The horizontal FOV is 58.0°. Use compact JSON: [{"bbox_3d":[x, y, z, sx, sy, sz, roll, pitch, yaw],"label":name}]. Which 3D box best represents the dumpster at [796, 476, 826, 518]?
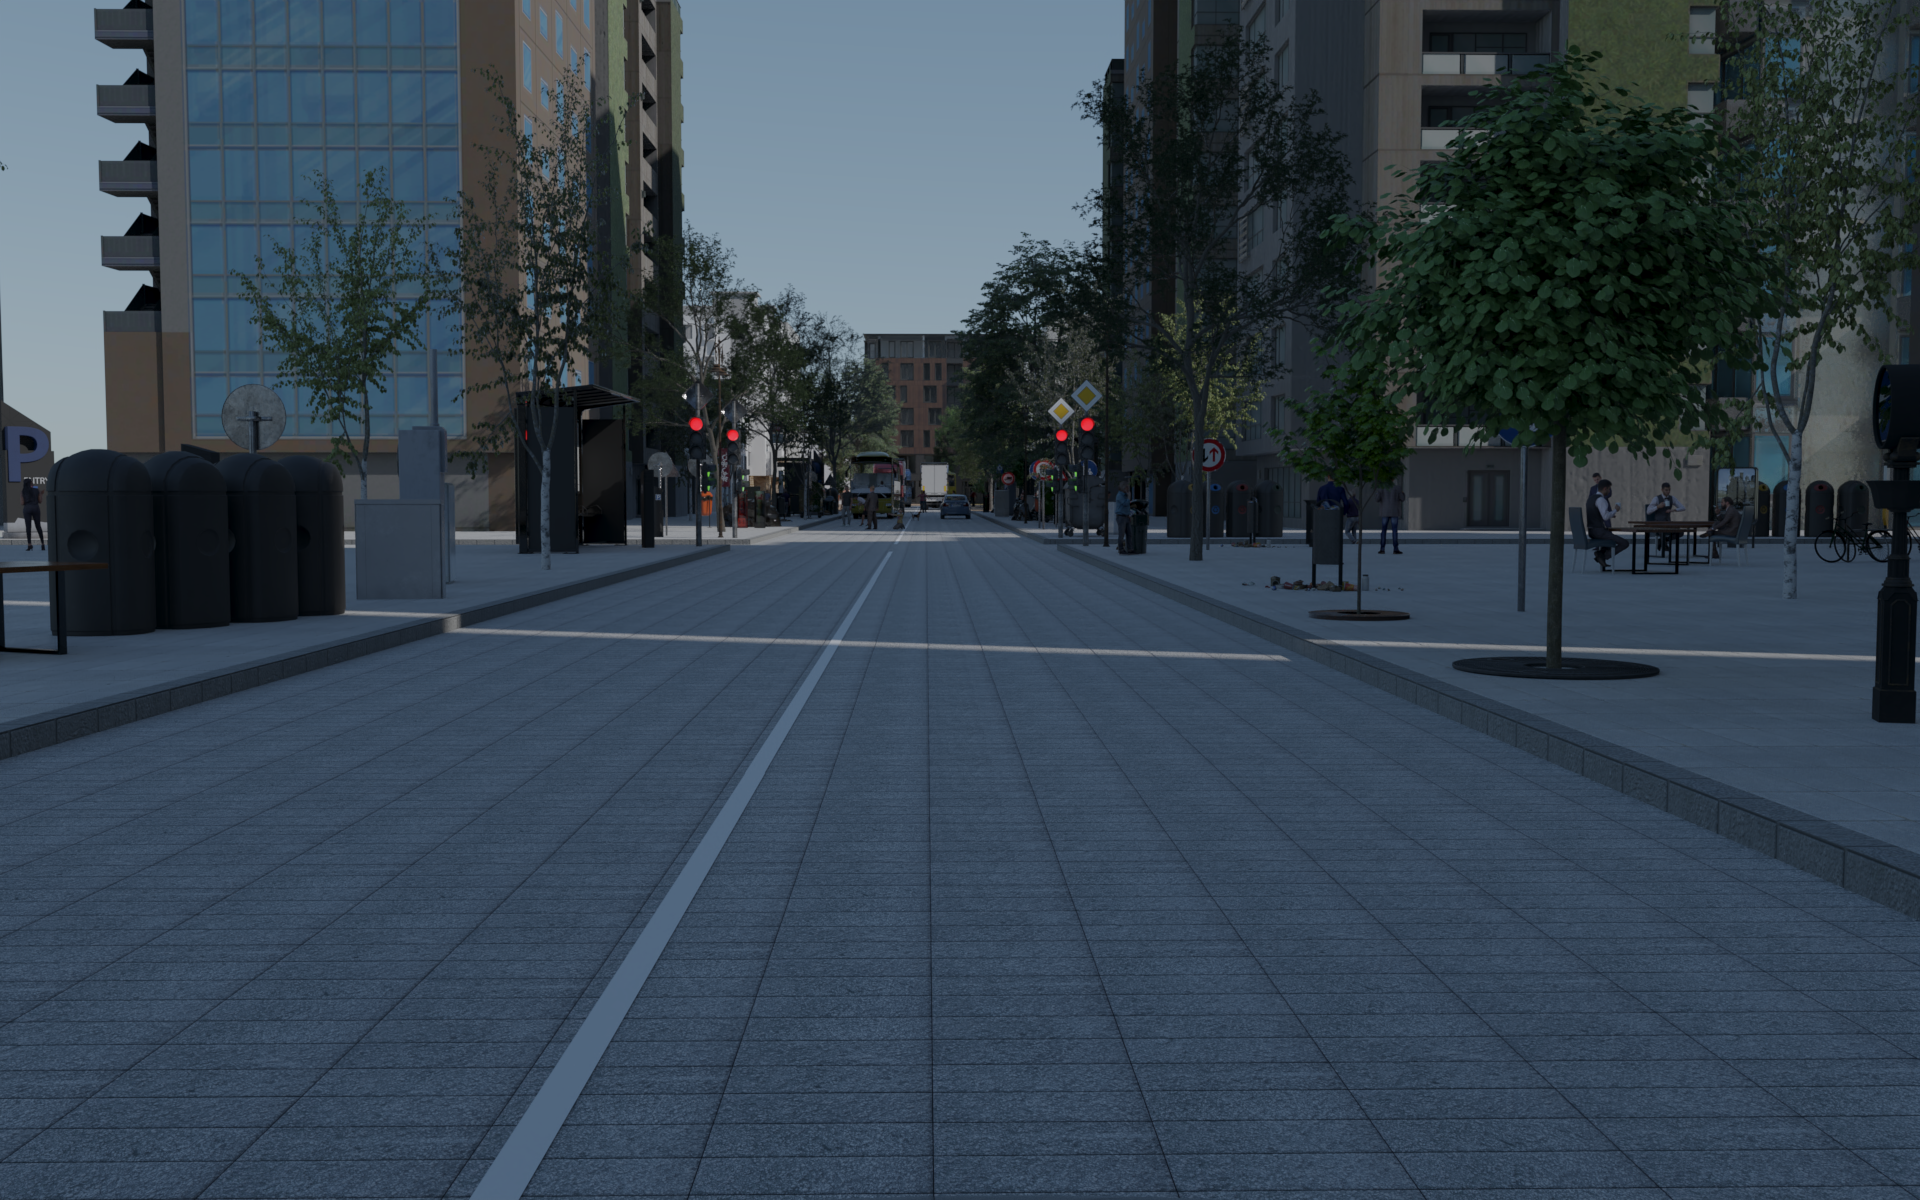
[{"bbox_3d":[-7.984,-5.522,92.777,1.502,2.255,1.985,0,4,-1],"label":"dumpster"}]

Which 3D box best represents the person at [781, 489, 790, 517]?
[{"bbox_3d":[-9.649,-5.307,95.028,0.569,1.553,0.471,1,4,13],"label":"person"}]

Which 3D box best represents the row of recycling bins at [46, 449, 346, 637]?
[{"bbox_3d":[-7.405,-0.616,17.191,1.069,1.692,3.534,1,4,19],"label":"row of recycling bins"}]

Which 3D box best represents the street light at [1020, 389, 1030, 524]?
[{"bbox_3d":[2.861,-6.264,75.197,0.468,5.910,1.993,0,4,-1],"label":"street light"}]

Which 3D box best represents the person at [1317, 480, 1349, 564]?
[{"bbox_3d":[6.788,-1.517,31.550,0.576,1.737,0.504,1,4,14],"label":"person"}]

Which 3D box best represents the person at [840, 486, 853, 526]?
[{"bbox_3d":[-5.049,-4.165,76.723,0.598,1.807,0.434,3,5,42],"label":"person"}]

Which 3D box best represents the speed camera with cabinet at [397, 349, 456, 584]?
[{"bbox_3d":[-7.505,-1.837,24.369,0.660,3.252,2.038,-1,4,-11],"label":"speed camera with cabinet"}]

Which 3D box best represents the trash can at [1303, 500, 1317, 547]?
[{"bbox_3d":[8.700,-1.857,42.014,0.748,1.137,0.748,0,3,0],"label":"trash can"}]

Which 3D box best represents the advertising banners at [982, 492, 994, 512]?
[{"bbox_3d":[2.531,-7.610,120.617,2.074,3.025,0.090,-1,4,-10],"label":"advertising banners"}]

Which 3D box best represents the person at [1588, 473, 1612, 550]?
[{"bbox_3d":[14.500,-2.001,39.213,0.683,1.767,0.568,3,5,44],"label":"person"}]

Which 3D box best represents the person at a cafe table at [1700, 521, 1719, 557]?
[{"bbox_3d":[14.578,-1.647,35.444,1.698,1.524,1.622,0,4,-5],"label":"person at a cafe table"}]

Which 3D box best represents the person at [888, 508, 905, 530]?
[{"bbox_3d":[-2.545,-3.285,70.131,0.695,0.859,0.347,-2,4,-33],"label":"person"}]

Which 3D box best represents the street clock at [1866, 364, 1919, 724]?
[{"bbox_3d":[5.271,-0.315,9.720,0.358,2.002,0.471,1,4,16],"label":"street clock"}]

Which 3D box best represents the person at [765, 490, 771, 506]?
[{"bbox_3d":[-12.665,-6.443,113.452,0.516,1.574,0.319,0,4,-4],"label":"person"}]

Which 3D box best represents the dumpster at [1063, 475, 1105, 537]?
[{"bbox_3d":[3.805,-2.856,52.456,1.264,1.857,1.865,0,4,-1],"label":"dumpster"}]

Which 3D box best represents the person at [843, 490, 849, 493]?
[{"bbox_3d":[-10.703,-9.591,163.664,0.742,1.727,0.445,-1,4,-11],"label":"person"}]

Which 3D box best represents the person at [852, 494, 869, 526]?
[{"bbox_3d":[-4.415,-4.041,77.760,0.799,1.438,0.628,-2,4,-25],"label":"person"}]

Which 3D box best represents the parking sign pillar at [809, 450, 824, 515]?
[{"bbox_3d":[-8.777,-7.188,105.997,1.447,3.967,1.447,-2,4,-28],"label":"parking sign pillar"}]

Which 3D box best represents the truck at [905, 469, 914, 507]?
[{"bbox_3d":[-6.789,-12.388,192.308,2.967,4.110,18.799,0,4,-3],"label":"truck"}]

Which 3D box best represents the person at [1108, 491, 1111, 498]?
[{"bbox_3d":[7.202,-4.740,86.776,0.697,1.427,0.421,0,4,7],"label":"person"}]

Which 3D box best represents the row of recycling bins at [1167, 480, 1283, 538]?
[{"bbox_3d":[7.830,-2.702,51.295,3.534,1.692,1.069,-1,4,-13],"label":"row of recycling bins"}]

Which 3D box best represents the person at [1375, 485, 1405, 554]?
[{"bbox_3d":[9.205,-1.846,37.049,0.655,1.722,0.431,2,4,25],"label":"person"}]

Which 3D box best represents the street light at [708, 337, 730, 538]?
[{"bbox_3d":[-7.060,-4.779,50.916,0.468,5.910,1.993,0,4,-1],"label":"street light"}]

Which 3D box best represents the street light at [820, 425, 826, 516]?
[{"bbox_3d":[-7.989,-7.805,100.404,0.468,5.910,1.993,0,4,-1],"label":"street light"}]

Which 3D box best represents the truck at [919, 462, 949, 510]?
[{"bbox_3d":[-2.378,-10.373,158.510,2.839,4.237,11.283,0,4,-1],"label":"truck"}]

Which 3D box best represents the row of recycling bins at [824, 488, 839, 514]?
[{"bbox_3d":[-8.872,-6.362,111.129,1.069,1.692,3.534,-2,4,-31],"label":"row of recycling bins"}]

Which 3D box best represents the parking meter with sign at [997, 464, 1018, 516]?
[{"bbox_3d":[2.974,-6.478,102.184,1.738,3.016,0.543,-3,5,-42],"label":"parking meter with sign"}]

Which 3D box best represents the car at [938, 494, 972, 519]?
[{"bbox_3d":[-0.273,-5.416,100.546,2.014,1.417,4.499,0,4,-1],"label":"car"}]

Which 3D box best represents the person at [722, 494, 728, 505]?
[{"bbox_3d":[-15.373,-6.358,113.908,0.340,1.345,0.435,2,4,30],"label":"person"}]

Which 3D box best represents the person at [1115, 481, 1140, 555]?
[{"bbox_3d":[3.456,-1.712,36.246,0.499,1.552,0.429,-3,5,-41],"label":"person"}]

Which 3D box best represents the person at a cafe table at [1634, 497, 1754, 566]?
[{"bbox_3d":[13.407,-1.255,31.386,1.726,1.238,1.698,3,5,44],"label":"person at a cafe table"}]

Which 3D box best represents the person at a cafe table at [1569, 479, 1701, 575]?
[{"bbox_3d":[10.743,-1.198,28.097,1.622,1.524,1.698,0,4,-5],"label":"person at a cafe table"}]

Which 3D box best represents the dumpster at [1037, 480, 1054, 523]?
[{"bbox_3d":[4.269,-4.620,78.038,1.502,2.255,1.985,0,4,-1],"label":"dumpster"}]

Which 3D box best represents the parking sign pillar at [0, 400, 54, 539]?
[{"bbox_3d":[-26.951,-3.769,50.103,1.447,3.967,1.447,-3,5,-43],"label":"parking sign pillar"}]

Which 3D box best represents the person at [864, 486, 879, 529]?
[{"bbox_3d":[-3.607,-3.730,70.031,0.434,1.755,0.990,3,4,37],"label":"person"}]

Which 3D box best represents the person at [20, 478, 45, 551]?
[{"bbox_3d":[-21.014,-1.941,39.249,0.415,1.643,0.593,0,4,8],"label":"person"}]

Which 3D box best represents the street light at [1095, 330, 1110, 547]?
[{"bbox_3d":[3.562,-4.233,41.997,0.468,5.910,1.993,0,4,-1],"label":"street light"}]

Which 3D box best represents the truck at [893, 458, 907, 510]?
[{"bbox_3d":[-5.609,-9.105,137.776,2.839,4.237,11.283,0,4,-1],"label":"truck"}]

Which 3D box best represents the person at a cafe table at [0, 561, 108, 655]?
[{"bbox_3d":[-8.040,-0.169,13.622,1.726,1.238,1.698,2,4,24],"label":"person at a cafe table"}]

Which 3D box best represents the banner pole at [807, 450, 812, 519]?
[{"bbox_3d":[-7.812,-6.114,89.974,0.401,3.779,0.863,1,4,11],"label":"banner pole"}]

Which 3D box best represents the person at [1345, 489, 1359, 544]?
[{"bbox_3d":[10.127,-2.089,44.865,0.569,1.553,0.471,0,4,7],"label":"person"}]

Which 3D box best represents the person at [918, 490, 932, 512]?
[{"bbox_3d":[-2.768,-7.740,135.765,1.217,1.735,0.721,-2,4,-26],"label":"person"}]

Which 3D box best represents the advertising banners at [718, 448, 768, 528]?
[{"bbox_3d":[-8.204,-4.226,65.283,2.074,3.025,0.090,1,4,20],"label":"advertising banners"}]

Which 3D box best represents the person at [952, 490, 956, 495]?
[{"bbox_3d":[-0.592,-8.058,141.038,0.721,1.735,1.217,2,4,30],"label":"person"}]

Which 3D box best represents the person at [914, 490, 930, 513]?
[{"bbox_3d":[-2.886,-7.459,131.166,1.217,1.743,0.721,1,4,13],"label":"person"}]

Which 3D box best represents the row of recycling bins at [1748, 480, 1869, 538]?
[{"bbox_3d":[25.147,-2.728,51.716,3.534,1.692,1.069,1,4,14],"label":"row of recycling bins"}]
